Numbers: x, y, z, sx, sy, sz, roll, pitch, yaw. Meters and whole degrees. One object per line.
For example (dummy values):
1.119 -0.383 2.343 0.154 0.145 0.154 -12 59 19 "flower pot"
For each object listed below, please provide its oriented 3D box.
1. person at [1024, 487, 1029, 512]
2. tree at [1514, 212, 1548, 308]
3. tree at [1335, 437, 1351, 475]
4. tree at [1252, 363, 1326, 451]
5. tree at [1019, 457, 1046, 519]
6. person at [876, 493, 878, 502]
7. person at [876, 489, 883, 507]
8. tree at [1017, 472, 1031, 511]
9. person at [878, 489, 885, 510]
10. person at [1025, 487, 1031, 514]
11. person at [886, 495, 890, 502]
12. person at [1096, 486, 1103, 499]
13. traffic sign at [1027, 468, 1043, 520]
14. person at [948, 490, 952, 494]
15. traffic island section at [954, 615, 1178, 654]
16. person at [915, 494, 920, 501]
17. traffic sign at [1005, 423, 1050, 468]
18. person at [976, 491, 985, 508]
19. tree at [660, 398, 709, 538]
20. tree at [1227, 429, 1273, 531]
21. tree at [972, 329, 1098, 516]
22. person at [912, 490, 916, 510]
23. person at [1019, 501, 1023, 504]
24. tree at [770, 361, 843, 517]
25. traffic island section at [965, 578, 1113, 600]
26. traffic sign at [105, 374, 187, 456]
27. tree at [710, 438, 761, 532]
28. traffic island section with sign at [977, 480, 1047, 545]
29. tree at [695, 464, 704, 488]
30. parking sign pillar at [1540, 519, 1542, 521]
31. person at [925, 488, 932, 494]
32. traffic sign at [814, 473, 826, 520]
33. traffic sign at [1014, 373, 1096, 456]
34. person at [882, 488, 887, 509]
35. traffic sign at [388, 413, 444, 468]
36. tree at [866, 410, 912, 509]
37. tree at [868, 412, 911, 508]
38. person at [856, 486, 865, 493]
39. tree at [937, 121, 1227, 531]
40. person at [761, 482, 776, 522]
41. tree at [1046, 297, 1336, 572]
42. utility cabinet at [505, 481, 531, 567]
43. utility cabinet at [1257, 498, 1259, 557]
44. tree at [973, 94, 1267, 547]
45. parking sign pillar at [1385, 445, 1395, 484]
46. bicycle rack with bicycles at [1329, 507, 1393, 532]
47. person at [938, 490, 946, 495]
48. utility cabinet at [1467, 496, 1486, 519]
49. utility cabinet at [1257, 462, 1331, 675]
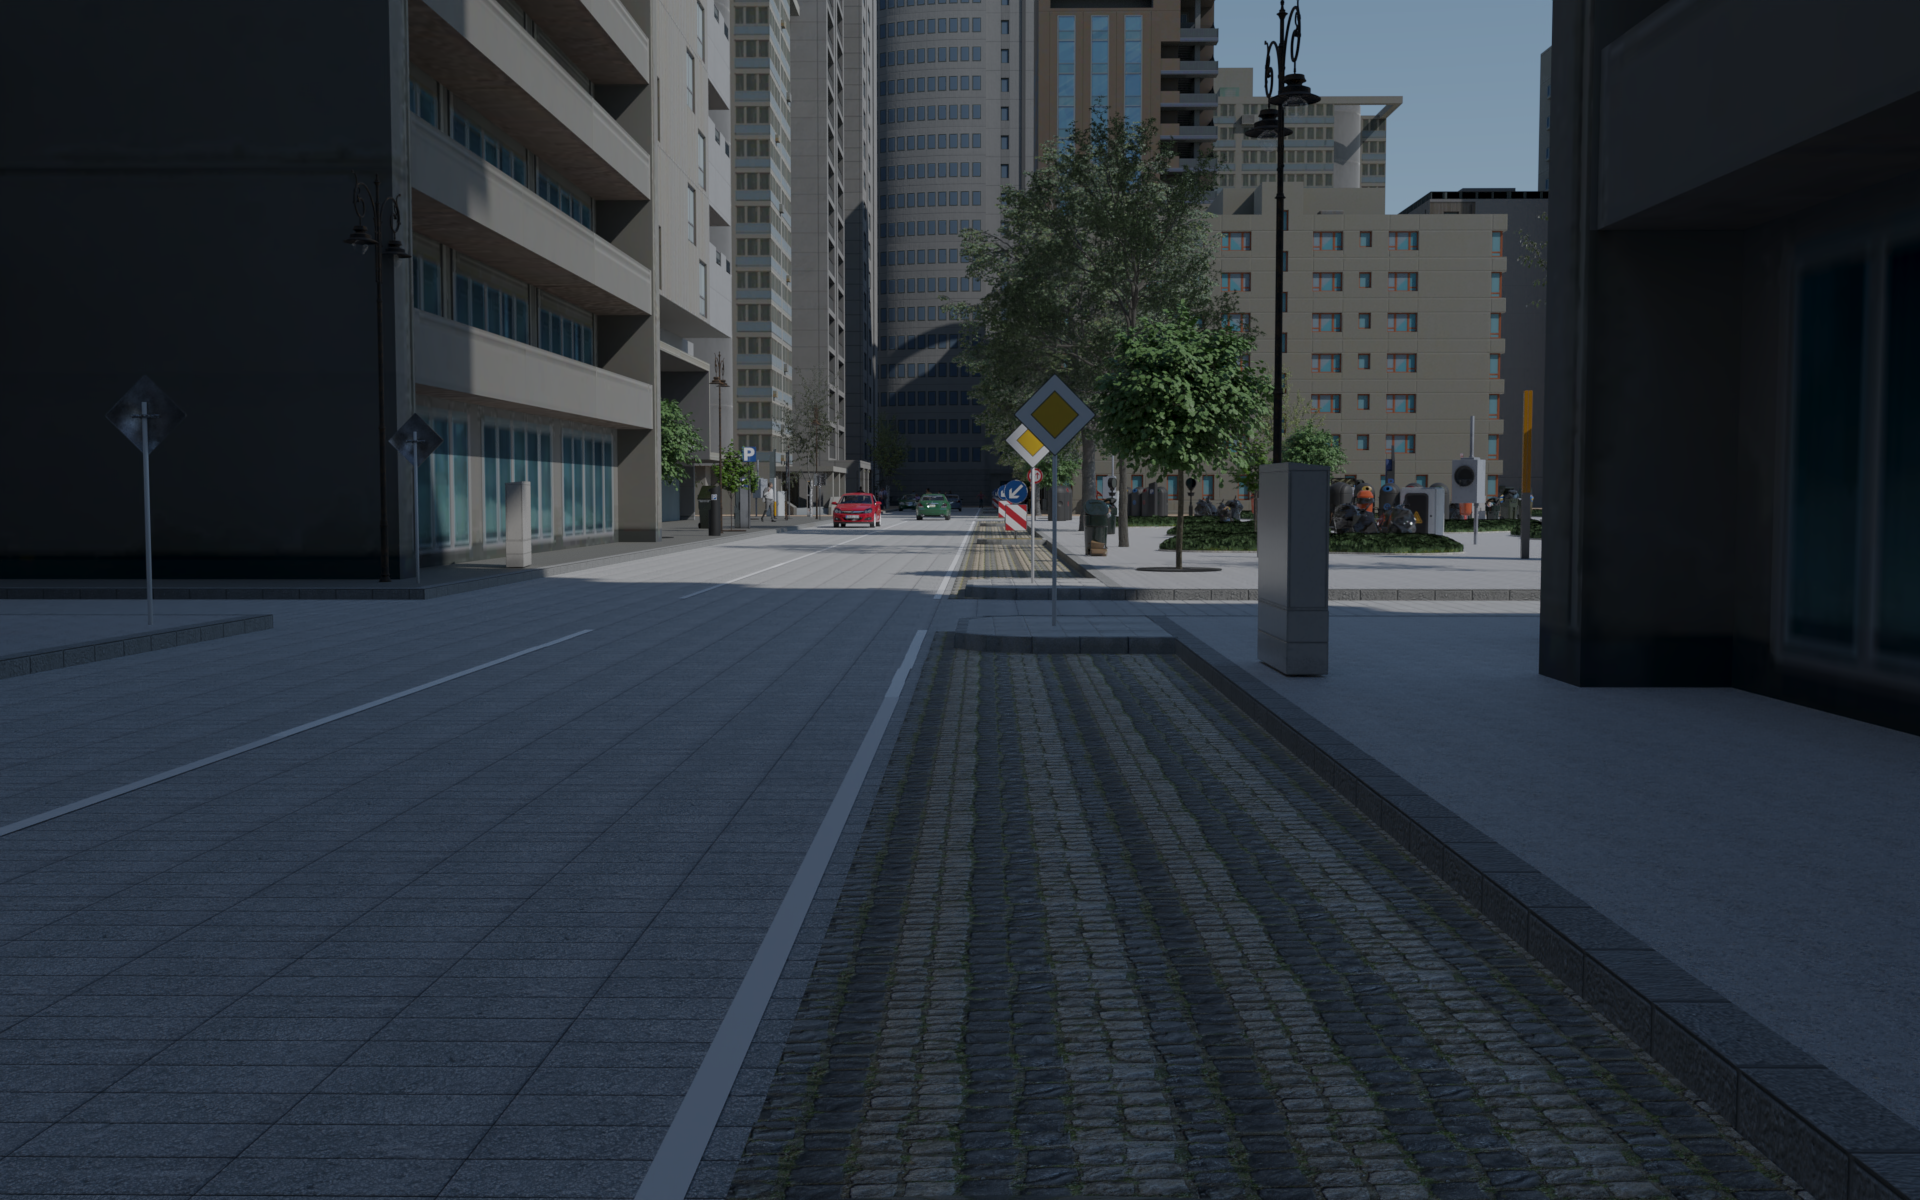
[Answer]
4.910 -7.361 126.539 1.348 1.807 0.705 1 4 14 "person"
11.300 -4.725 27.618 4.360 8.622 3.978 0 3 0 "tree"
14.990 -5.522 74.006 4.285 4.588 4.351 0 3 0 "tree"
17.989 -8.947 96.640 4.737 8.622 4.395 0 3 0 "tree"
4.809 -6.518 90.278 4.285 4.588 4.351 0 3 0 "tree"
-7.913 -9.526 165.057 0.557 1.426 1.065 0 4 -3 "person"
-6.807 -8.711 149.287 0.721 1.723 1.217 2 4 35 "person"
4.920 -8.528 134.037 1.663 3.219 1.824 0 3 0 "tree"
-6.377 -8.160 140.401 0.436 1.711 0.756 -1 4 -14 "person"
4.522 -6.280 109.245 1.217 1.766 0.721 3 4 38 "person"
-7.306 -10.163 173.130 0.541 1.710 0.530 0 4 4 "person"
8.382 -6.211 107.555 1.348 1.831 0.705 0 4 3 "person"
3.678 -5.182 84.830 0.768 2.556 0.104 1 4 8 "traffic sign"
-0.947 -10.043 172.847 1.348 1.807 0.705 1 4 23 "person"
0.960 0.331 16.870 2.009 0.180 2.903 0 4 1 "traffic island section"
-3.132 -7.249 130.247 0.421 1.427 0.697 -2 4 -35 "person"
1.059 -1.381 24.772 0.795 2.593 0.064 0 4 1 "traffic sign"
2.132 -10.041 173.387 1.217 1.743 0.721 -1 4 -12 "person"
-9.011 -4.079 50.406 4.285 4.588 4.351 0 3 0 "tree"
8.331 -3.360 49.544 1.663 3.219 1.824 0 3 0 "tree"
4.595 -11.245 101.990 7.486 12.596 7.792 0 3 0 "tree"
-4.149 -8.929 154.577 0.705 1.814 1.350 3 5 41 "person"
5.788 -9.767 166.265 0.617 1.759 0.750 1 4 15 "person"
-8.324 -8.894 95.785 4.360 8.622 3.978 0 3 0 "tree"
1.083 -0.157 24.854 2.009 0.180 2.903 0 4 1 "traffic island section"
-7.957 -0.902 16.944 0.795 2.593 0.064 0 4 1 "traffic sign"
-7.717 -3.964 59.413 1.663 3.219 1.824 0 3 0 "tree"
1.475 -2.497 49.450 1.989 1.847 2.006 0 4 1 "traffic island section with sign"
-15.762 -8.910 96.041 4.360 8.622 3.978 0 3 0 "tree"
26.112 -5.331 75.629 1.447 3.967 1.447 -1 4 -16 "parking sign pillar"
-2.024 -6.157 109.262 1.348 1.812 0.705 -2 4 -33 "person"
-6.924 -5.103 85.561 0.606 2.300 0.079 0 4 4 "traffic sign"
0.936 -0.893 16.788 0.795 2.593 0.064 0 4 1 "traffic sign"
-6.550 -8.673 147.722 0.709 1.838 0.599 2 4 31 "person"
-7.834 -1.391 24.928 0.795 2.593 0.064 0 4 1 "traffic sign"
-6.288 -12.273 151.033 4.737 8.622 4.395 0 3 0 "tree"
-6.452 -12.597 156.319 4.360 8.622 3.978 0 3 0 "tree"
-6.861 -6.964 119.932 1.348 1.821 0.705 1 4 16 "person"
4.319 -9.347 59.487 9.857 13.997 8.962 0 3 0 "tree"
-8.834 -4.500 79.723 0.850 1.850 0.679 2 4 33 "person"
3.689 -2.764 28.912 4.285 4.588 4.351 0 3 0 "tree"
-7.769 -1.330 30.426 0.318 1.500 1.173 0 4 -7 "utility cabinet"
6.498 -1.448 34.834 1.020 1.237 0.306 2 4 34 "utility cabinet"
3.664 -6.549 41.496 7.601 10.594 8.767 -2 4 -32 "tree"
23.675 -6.533 95.291 1.447 3.967 1.447 1 4 11 "parking sign pillar"
11.211 -2.136 48.312 2.925 0.926 2.852 -3 5 -39 "bicycle rack with bicycles"
-1.379 -7.206 127.122 0.742 1.727 0.445 -2 4 -31 "person"
24.334 -4.315 81.720 1.020 1.237 0.306 -2 4 -29 "utility cabinet"
2.437 -0.243 12.645 0.318 1.500 1.173 0 3 0 "utility cabinet"
